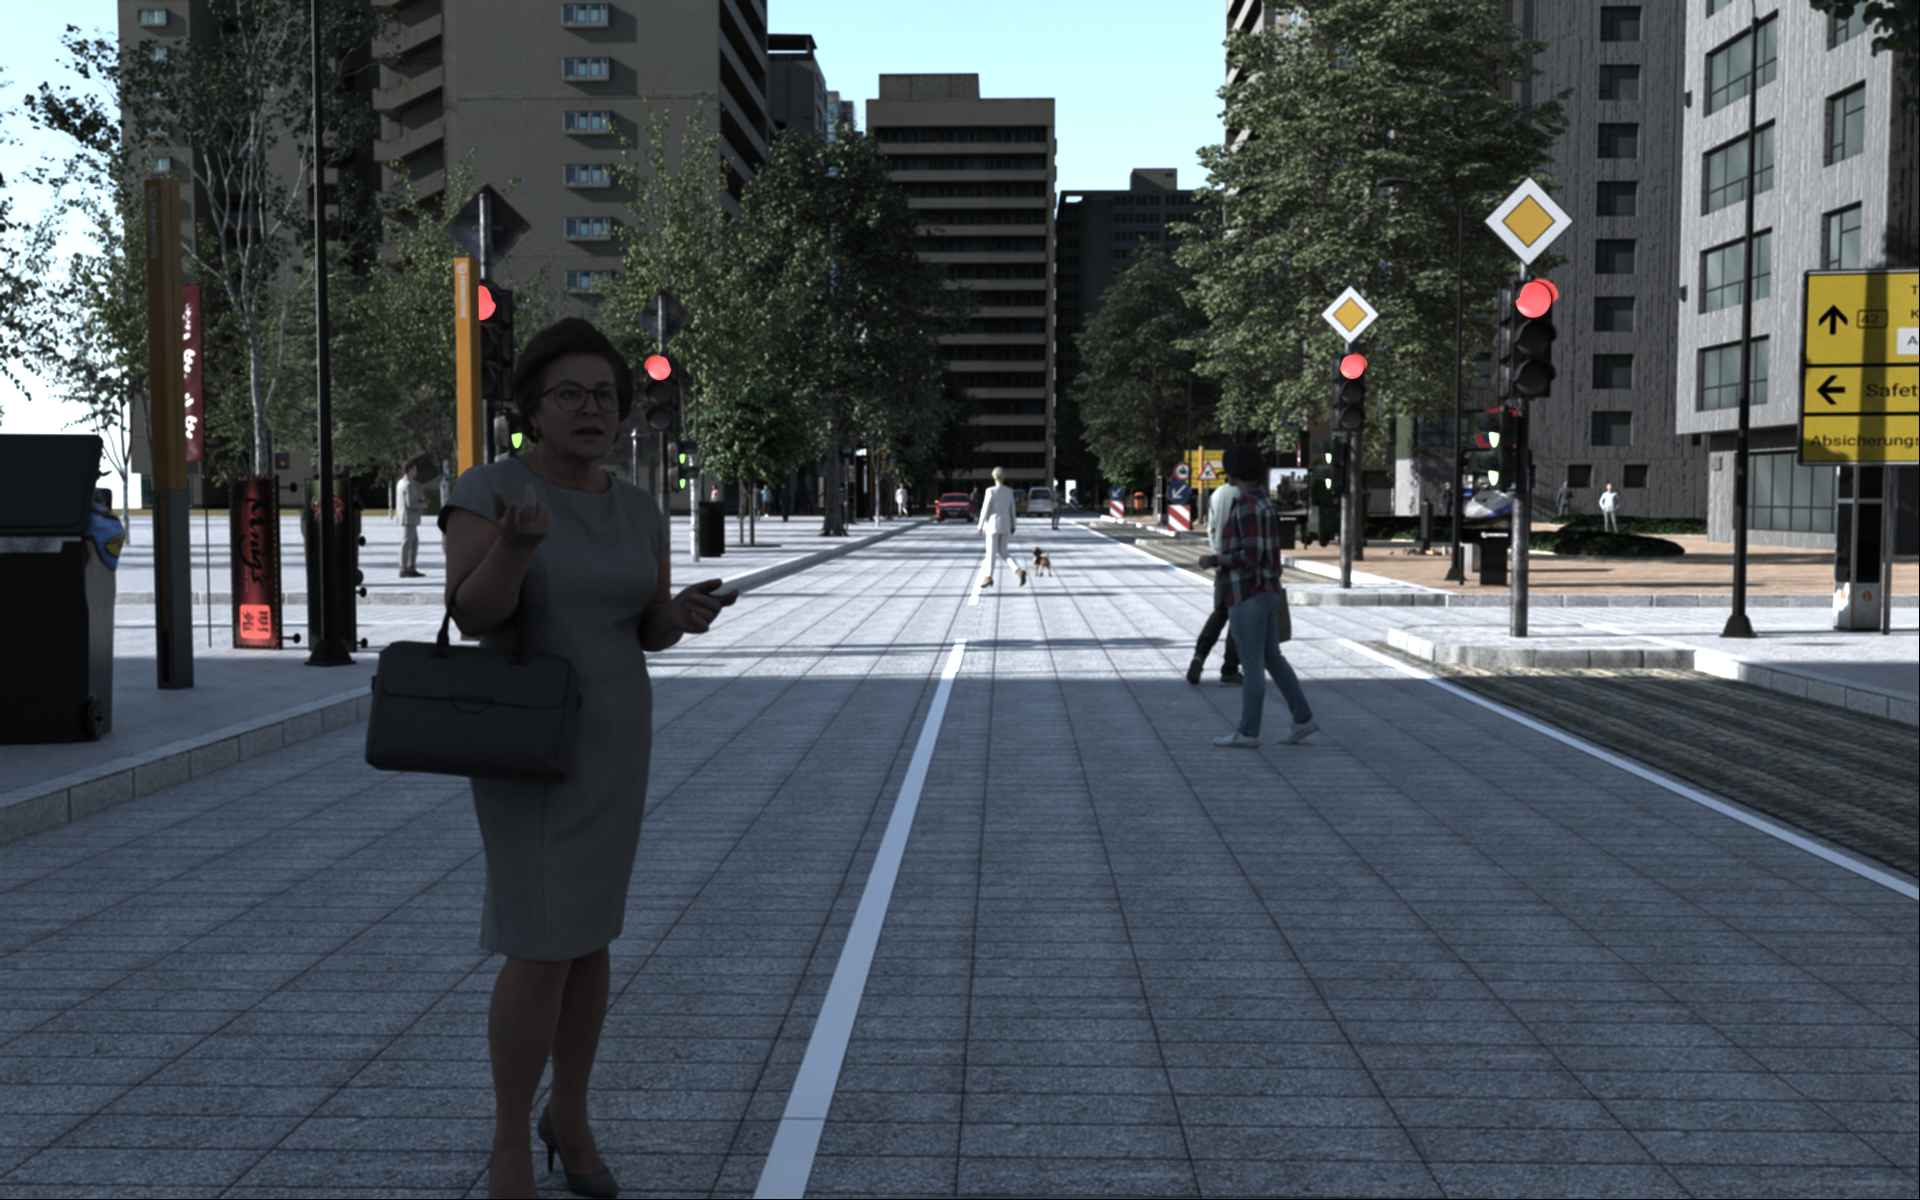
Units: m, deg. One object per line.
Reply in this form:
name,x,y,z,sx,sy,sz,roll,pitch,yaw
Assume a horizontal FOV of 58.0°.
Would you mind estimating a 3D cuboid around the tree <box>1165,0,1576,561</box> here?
tree,7.917,-7.012,32.776,7.486,12.596,7.792,0,3,0

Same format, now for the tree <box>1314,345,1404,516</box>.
tree,17.607,-7.757,77.183,4.737,8.622,4.395,0,3,0

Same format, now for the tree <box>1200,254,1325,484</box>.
tree,9.146,-6.305,53.451,4.360,8.622,3.978,0,3,0

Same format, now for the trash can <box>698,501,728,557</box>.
trash can,-5.096,-1.443,35.254,0.748,1.137,0.748,0,3,0

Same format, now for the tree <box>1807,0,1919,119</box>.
tree,7.109,-6.081,6.075,9.857,13.997,8.962,0,3,0

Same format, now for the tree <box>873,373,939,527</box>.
tree,-3.074,-7.204,68.142,4.737,8.622,4.395,0,3,0

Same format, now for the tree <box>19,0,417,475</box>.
tree,-23.964,-12.248,56.138,12.611,20.169,13.585,0,3,0

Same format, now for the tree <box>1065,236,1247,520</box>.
tree,10.118,-11.023,86.877,9.857,13.997,8.962,0,3,0

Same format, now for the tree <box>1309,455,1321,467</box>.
tree,18.161,-5.737,88.399,1.663,3.219,1.824,0,3,0

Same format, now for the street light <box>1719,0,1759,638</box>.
street light,6.456,-2.622,15.413,1.470,5.913,1.316,0,4,2

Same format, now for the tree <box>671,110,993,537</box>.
tree,-3.905,-8.279,52.363,9.611,12.733,9.660,0,3,0

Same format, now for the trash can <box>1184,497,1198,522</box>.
trash can,10.492,-4.128,79.152,0.748,1.137,0.748,0,3,0

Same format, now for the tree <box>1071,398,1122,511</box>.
tree,10.252,-10.930,129.063,4.360,8.622,3.978,0,3,0

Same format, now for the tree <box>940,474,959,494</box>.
tree,-1.077,-9.358,147.609,1.663,3.219,1.824,0,3,0

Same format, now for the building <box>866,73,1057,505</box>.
building,0.325,-35.459,203.455,21.600,48.544,21.300,0,4,2

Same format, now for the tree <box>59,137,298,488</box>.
tree,-16.708,-5.252,36.227,4.737,8.622,4.395,0,3,0

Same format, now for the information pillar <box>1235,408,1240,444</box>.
information pillar,7.524,-3.404,47.011,0.183,3.616,0.504,0,4,4

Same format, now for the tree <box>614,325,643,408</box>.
tree,-13.170,-6.637,58.880,4.360,8.622,3.978,0,3,0

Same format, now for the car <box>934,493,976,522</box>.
car,-0.212,-4.911,89.333,2.155,1.783,4.494,0,4,3

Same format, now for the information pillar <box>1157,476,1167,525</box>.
information pillar,8.403,-4.125,71.934,0.304,2.012,0.304,-1,4,-21

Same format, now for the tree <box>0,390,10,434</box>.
tree,-53.897,-11.432,88.730,13.155,14.587,18.604,-2,4,-28

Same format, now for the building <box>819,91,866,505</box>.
building,-26.205,-35.824,205.323,30.456,49.044,23.786,0,4,2

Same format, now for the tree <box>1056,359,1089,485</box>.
tree,11.162,-13.662,141.507,7.486,12.596,7.792,0,3,0

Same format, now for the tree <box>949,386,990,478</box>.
tree,-1.013,-14.019,154.970,9.928,11.665,9.643,0,3,0

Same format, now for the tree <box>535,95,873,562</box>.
tree,-4.839,-5.017,32.390,4.737,8.622,4.395,0,3,0

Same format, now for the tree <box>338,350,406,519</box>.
tree,-29.144,-8.399,87.678,4.360,8.622,3.978,0,3,0

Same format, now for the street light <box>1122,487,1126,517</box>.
street light,8.716,-7.706,98.527,1.470,5.913,1.316,0,4,2

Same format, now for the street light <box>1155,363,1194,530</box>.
street light,7.636,-5.447,61.596,1.470,5.913,1.316,0,4,2

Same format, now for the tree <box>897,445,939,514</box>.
tree,-2.939,-7.937,113.480,4.285,4.588,4.351,0,3,0

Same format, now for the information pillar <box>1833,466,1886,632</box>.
information pillar,8.414,-0.716,16.192,0.304,2.012,0.304,0,4,-5

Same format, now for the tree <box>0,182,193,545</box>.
tree,-21.405,-5.717,43.828,4.360,8.622,3.978,0,3,0

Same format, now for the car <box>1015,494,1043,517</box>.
car,4.383,-6.140,110.610,2.015,1.641,3.980,0,3,0

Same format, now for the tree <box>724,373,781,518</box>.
tree,-11.164,-8.693,92.497,4.360,8.622,3.978,0,3,0

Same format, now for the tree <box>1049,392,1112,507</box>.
tree,12.569,-15.051,171.841,9.928,11.665,9.643,0,3,0

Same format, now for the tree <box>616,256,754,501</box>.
tree,-10.438,-8.222,68.849,8.767,10.594,7.601,0,4,4

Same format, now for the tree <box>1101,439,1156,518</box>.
tree,10.629,-7.458,105.650,4.285,4.588,4.351,0,3,0

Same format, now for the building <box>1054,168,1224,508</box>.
building,23.276,-31.626,208.973,23.993,40.220,32.217,0,4,2

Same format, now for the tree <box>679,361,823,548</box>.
tree,-5.140,-3.575,42.169,4.285,4.588,4.351,0,3,0

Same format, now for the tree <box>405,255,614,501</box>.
tree,-13.465,-6.214,51.967,4.360,8.622,3.978,0,3,0

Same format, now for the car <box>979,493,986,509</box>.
car,2.261,-8.453,147.247,2.155,1.783,4.494,0,4,3

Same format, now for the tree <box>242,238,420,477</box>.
tree,-28.106,-9.757,77.647,7.486,12.596,7.792,0,3,0

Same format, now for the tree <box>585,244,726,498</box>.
tree,-13.906,-9.816,78.624,7.486,12.596,7.792,0,3,0

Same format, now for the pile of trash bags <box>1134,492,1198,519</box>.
pile of trash bags,10.854,-4.979,91.158,3.447,1.369,1.912,1,4,12

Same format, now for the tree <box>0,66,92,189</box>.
tree,-16.930,-4.815,29.094,4.360,8.622,3.978,0,3,0

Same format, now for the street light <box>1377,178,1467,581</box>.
street light,6.826,-3.245,25.598,1.470,5.913,1.316,0,4,2

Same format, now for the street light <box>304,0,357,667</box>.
street light,-4.200,-2.465,12.839,1.470,5.913,1.316,0,4,2

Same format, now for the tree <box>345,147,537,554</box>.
tree,-11.151,-5.313,37.224,4.737,8.622,4.395,0,3,0
